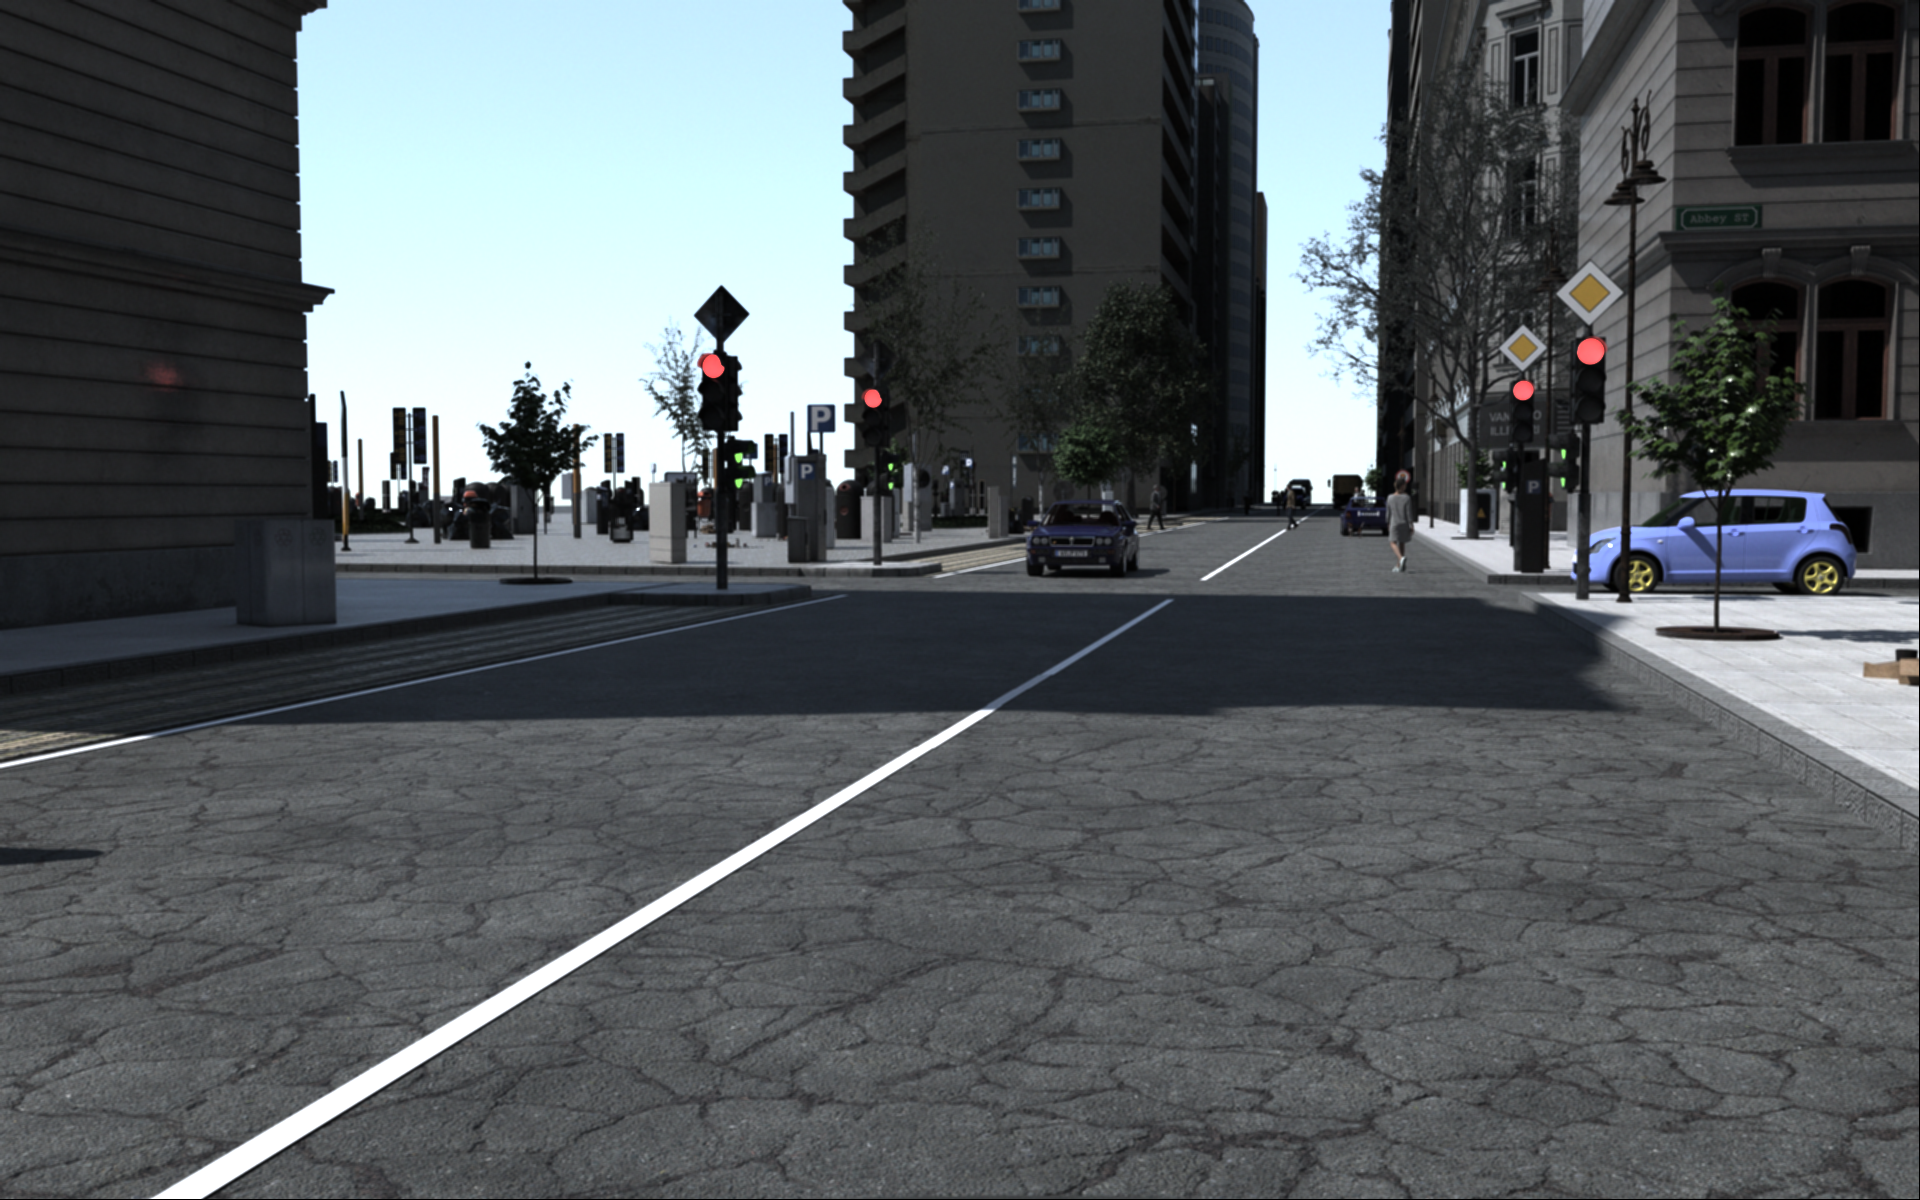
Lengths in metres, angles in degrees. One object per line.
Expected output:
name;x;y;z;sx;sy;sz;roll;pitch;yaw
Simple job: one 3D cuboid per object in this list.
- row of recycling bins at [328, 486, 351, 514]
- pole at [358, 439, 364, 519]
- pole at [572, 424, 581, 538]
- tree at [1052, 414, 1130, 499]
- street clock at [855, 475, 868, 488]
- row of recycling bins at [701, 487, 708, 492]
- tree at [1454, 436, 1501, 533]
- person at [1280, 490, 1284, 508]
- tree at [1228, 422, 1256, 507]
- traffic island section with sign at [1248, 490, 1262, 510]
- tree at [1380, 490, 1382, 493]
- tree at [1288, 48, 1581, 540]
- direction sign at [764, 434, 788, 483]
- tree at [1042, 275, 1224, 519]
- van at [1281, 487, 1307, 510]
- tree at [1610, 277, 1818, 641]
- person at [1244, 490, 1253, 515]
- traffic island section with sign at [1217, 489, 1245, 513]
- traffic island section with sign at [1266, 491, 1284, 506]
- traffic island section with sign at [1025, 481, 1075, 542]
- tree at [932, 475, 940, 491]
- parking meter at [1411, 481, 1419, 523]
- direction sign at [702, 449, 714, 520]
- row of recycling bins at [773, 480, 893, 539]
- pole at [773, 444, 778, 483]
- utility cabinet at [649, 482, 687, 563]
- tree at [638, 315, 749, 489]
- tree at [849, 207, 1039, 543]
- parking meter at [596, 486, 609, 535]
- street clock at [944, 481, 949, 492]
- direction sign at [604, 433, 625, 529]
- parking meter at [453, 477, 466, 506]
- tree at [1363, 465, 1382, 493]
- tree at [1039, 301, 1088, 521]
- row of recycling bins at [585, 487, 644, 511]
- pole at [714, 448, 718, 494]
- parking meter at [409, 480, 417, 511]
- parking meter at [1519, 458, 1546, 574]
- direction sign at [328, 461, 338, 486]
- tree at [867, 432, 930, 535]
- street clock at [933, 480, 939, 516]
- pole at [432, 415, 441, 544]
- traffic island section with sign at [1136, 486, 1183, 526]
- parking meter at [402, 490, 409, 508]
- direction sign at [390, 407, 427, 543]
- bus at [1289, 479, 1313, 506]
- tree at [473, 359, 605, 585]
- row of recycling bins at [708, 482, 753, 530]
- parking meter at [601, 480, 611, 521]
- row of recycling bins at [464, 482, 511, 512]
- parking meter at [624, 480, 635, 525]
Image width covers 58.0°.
row of recycling bins;-32.423;-4.990;88.704;1.069;1.692;3.534;1;4;10
pole;-22.101;-4.284;63.889;0.158;3.312;0.155;0;3;0
pole;-11.129;-3.452;50.287;0.158;3.312;0.155;0;3;0
tree;5.294;-5.348;71.157;4.285;4.588;4.351;0;3;0
street clock;-3.676;-3.677;64.691;0.471;2.002;0.358;-3;5;-44
row of recycling bins;-14.376;-5.919;103.884;1.069;1.692;3.534;1;4;23
tree;17.238;-3.846;57.488;1.663;3.219;1.824;0;3;0
person;32.515;-10.159;174.601;1.348;1.824;0.705;1;4;18
tree;27.677;-13.717;174.635;4.737;8.622;4.395;0;3;0
traffic island section with sign;26.051;-8.968;155.256;1.989;1.847;2.006;1;4;12
tree;47.257;-12.130;192.924;1.663;3.219;1.824;0;3;0
tree;14.406;-8.464;48.763;12.009;13.543;11.850;0;3;0
direction sign;-6.908;-4.476;65.179;0.876;3.537;0.379;0;4;-5
tree;9.060;-10.626;90.735;9.611;12.733;9.660;0;3;0
van;30.956;-9.530;160.203;2.240;2.365;5.245;1;4;14
tree;6.711;-1.285;15.608;1.663;3.219;1.824;0;3;0
person;20.044;-6.803;120.460;0.721;1.736;1.217;3;4;38
traffic island section with sign;20.195;-7.354;128.861;1.989;1.847;2.006;1;4;12
traffic island section with sign;38.049;-12.270;209.233;1.989;1.847;2.006;1;4;12
traffic island section with sign;3.097;-2.649;51.946;1.989;1.847;2.006;1;4;12
tree;-2.149;-6.042;93.386;1.663;3.219;1.824;0;3;0
parking meter;20.532;-4.434;78.203;0.255;1.863;0.399;2;4;34
direction sign;-12.469;-5.792;86.698;0.876;3.537;0.379;-1;4;-23
row of recycling bins;-3.606;-2.604;49.685;3.534;1.692;1.069;1;4;14
pole;-7.579;-4.730;71.175;0.158;3.312;0.155;0;3;0
utility cabinet;-5.441;-1.443;32.268;0.318;1.500;1.173;-2;4;-30
tree;-11.205;-7.444;72.076;4.360;8.622;3.978;0;3;0
tree;-0.966;-5.764;44.599;4.360;8.622;3.978;0;3;0
parking meter;-11.365;-2.854;55.069;0.372;1.533;0.369;0;3;0
street clock;-0.691;-5.775;98.999;0.358;2.002;0.471;-2;4;-31
direction sign;-12.820;-4.420;64.271;0.876;3.537;0.379;2;4;24
parking meter;-17.491;-3.354;60.542;0.255;1.863;0.399;3;4;37
tree;45.661;-12.589;189.540;4.285;4.588;4.351;0;3;0
tree;2.809;-6.887;62.957;4.360;8.622;3.978;0;3;0
row of recycling bins;-19.877;-5.640;99.330;3.534;1.692;1.069;-2;4;-31
pole;-10.756;-5.054;76.482;0.158;3.312;0.155;0;3;0
parking meter;-23.062;-4.116;73.004;0.255;1.863;0.399;-2;4;-28
parking meter;9.265;-1.367;28.066;0.399;1.863;0.255;1;4;16
direction sign;-42.370;-7.643;116.966;0.876;3.537;0.379;1;4;17
tree;-2.153;-3.652;54.304;1.663;3.219;1.824;0;3;0
street clock;-1.216;-5.004;86.393;0.358;2.002;0.471;0;4;2
pole;-13.562;-3.120;44.853;0.158;3.312;0.155;0;3;0
traffic island section with sign;9.172;-4.321;79.279;1.989;1.847;2.006;1;4;12
parking meter;-33.876;-5.959;105.845;0.372;1.533;0.369;0;3;0
direction sign;-14.380;-3.261;45.321;0.876;3.537;0.379;0;4;3
bus;40.768;-13.006;207.504;2.948;3.499;13.247;1;4;12
tree;-6.261;-1.861;25.026;1.663;3.219;1.824;0;3;0
row of recycling bins;-6.972;-3.321;61.411;3.534;1.692;1.069;0;4;3
parking meter;-14.637;-4.027;71.552;0.399;1.863;0.255;3;4;37
row of recycling bins;-15.975;-3.242;60.120;1.069;1.692;3.534;1;4;16
parking meter;-13.749;-4.061;72.115;0.399;1.863;0.255;0;4;-4
